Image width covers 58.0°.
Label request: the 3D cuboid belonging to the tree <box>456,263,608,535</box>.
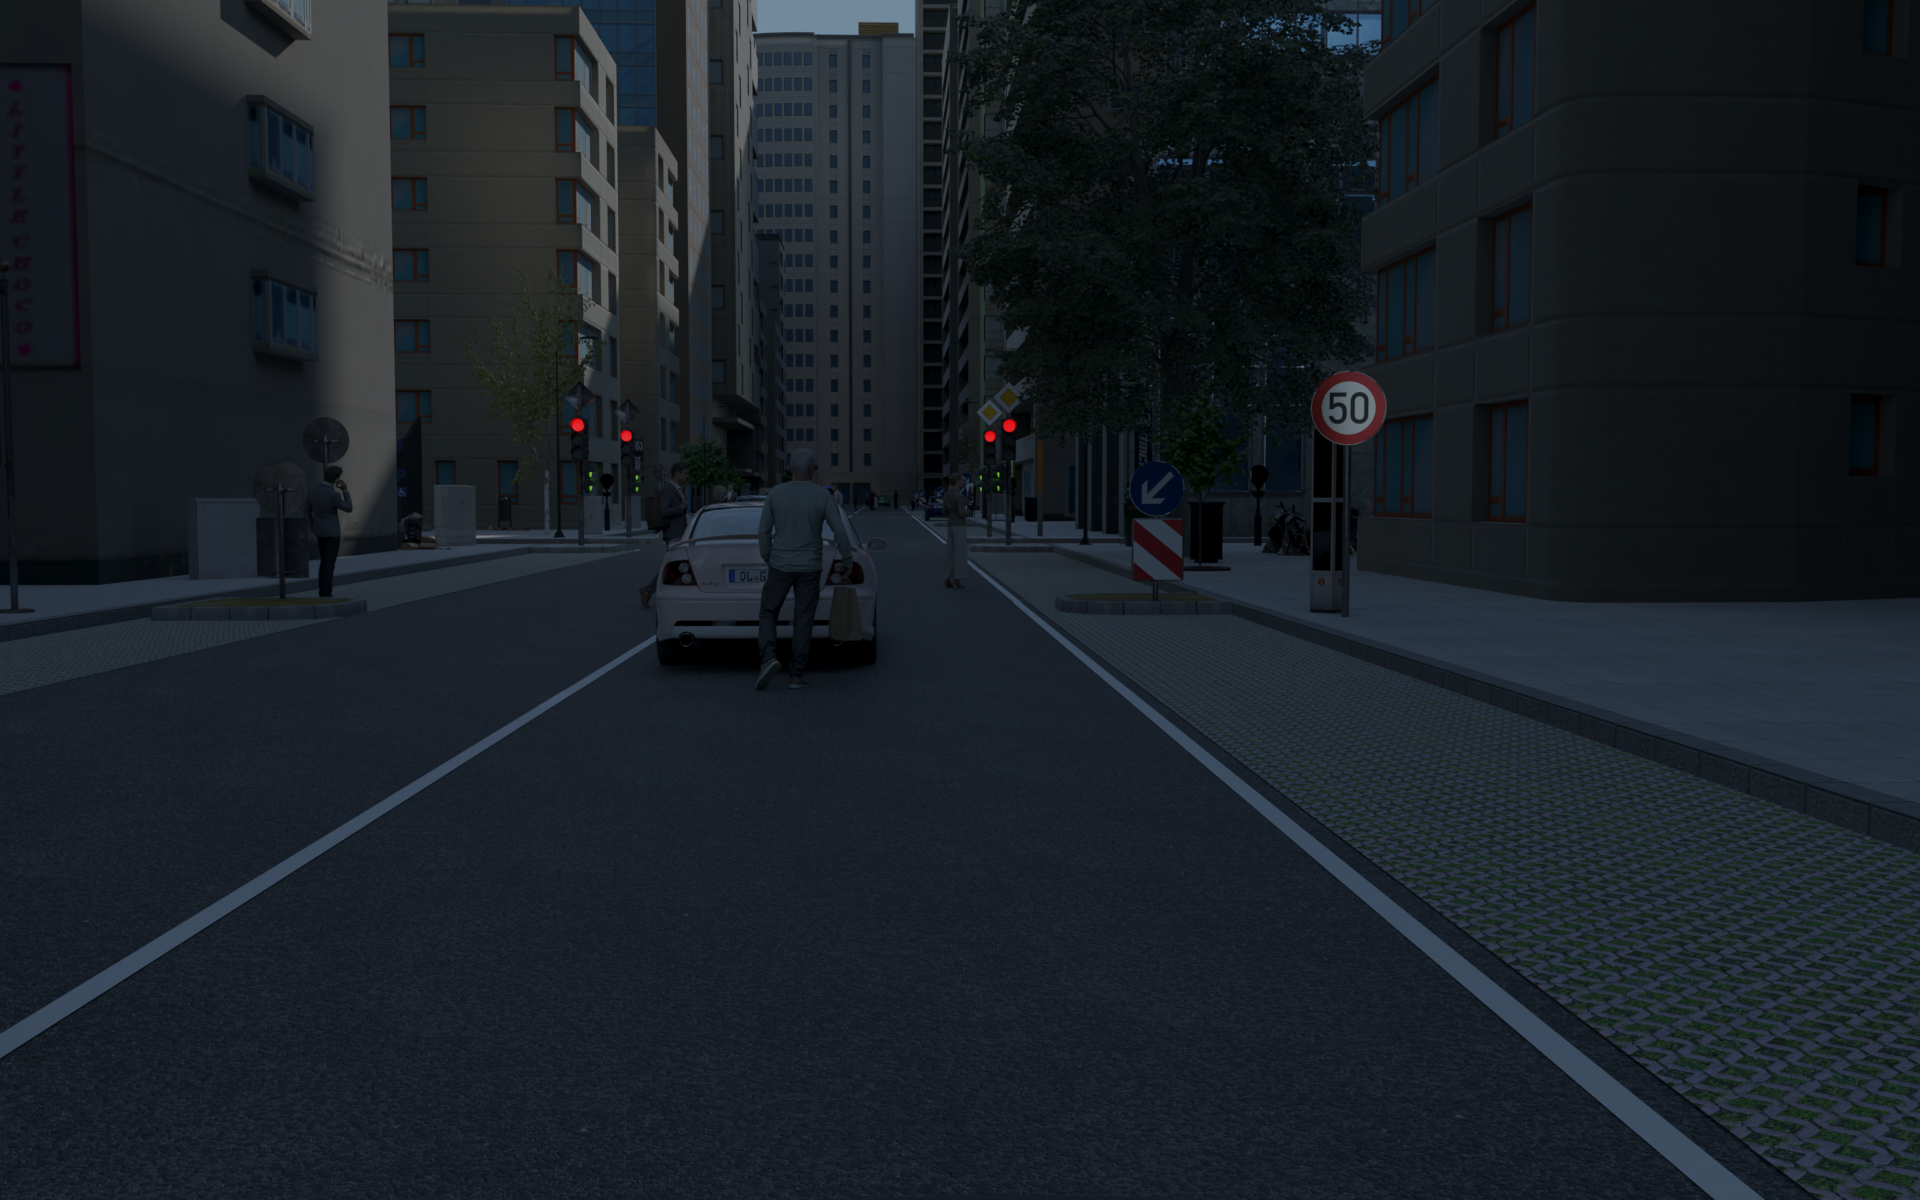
[{"bbox_3d":[-13.298,-6.372,54.543,4.737,8.622,4.395,0,3,0],"label":"tree"}]

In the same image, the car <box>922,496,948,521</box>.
[{"bbox_3d":[-1.034,-4.895,92.616,1.945,1.354,3.894,0,4,-2],"label":"car"}]

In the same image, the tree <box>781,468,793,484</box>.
[{"bbox_3d":[-17.596,-12.307,184.930,4.285,4.588,4.351,0,3,0],"label":"tree"}]

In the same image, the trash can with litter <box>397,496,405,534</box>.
[{"bbox_3d":[-18.283,-2.747,55.978,1.678,1.210,2.233,-1,4,-20],"label":"trash can with litter"}]

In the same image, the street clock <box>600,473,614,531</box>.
[{"bbox_3d":[-12.346,-3.425,60.563,0.471,2.002,0.358,-1,4,-18],"label":"street clock"}]

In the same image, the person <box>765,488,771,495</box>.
[{"bbox_3d":[-10.896,-5.691,101.772,1.509,1.804,0.699,2,4,31],"label":"person"}]

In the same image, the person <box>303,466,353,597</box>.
[{"bbox_3d":[-8.305,-0.862,22.781,0.592,1.802,0.473,3,4,38],"label":"person"}]

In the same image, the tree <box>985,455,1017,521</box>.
[{"bbox_3d":[1.631,-5.420,83.224,1.663,3.219,1.824,0,3,0],"label":"tree"}]

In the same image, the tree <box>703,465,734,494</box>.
[{"bbox_3d":[-14.649,-6.681,103.827,1.663,3.219,1.824,0,3,0],"label":"tree"}]

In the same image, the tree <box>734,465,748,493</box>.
[{"bbox_3d":[-14.915,-7.297,113.899,1.663,3.219,1.824,0,3,0],"label":"tree"}]

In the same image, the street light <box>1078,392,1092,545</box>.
[{"bbox_3d":[2.623,-4.339,43.489,1.470,5.913,1.316,0,4,-2],"label":"street light"}]

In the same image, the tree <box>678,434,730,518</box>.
[{"bbox_3d":[-13.980,-6.737,93.861,4.285,4.588,4.351,0,3,0],"label":"tree"}]

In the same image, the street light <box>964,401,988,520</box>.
[{"bbox_3d":[0.886,-6.978,86.630,1.470,5.913,1.316,0,4,-2],"label":"street light"}]

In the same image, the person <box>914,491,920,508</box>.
[{"bbox_3d":[-4.102,-9.442,163.818,0.756,1.711,0.436,3,4,38],"label":"person"}]

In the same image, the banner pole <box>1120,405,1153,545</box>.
[{"bbox_3d":[4.505,-3.308,44.098,0.863,3.779,0.401,0,4,-1],"label":"banner pole"}]

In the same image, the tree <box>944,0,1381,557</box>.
[{"bbox_3d":[4.359,-7.861,35.190,9.857,13.997,8.962,0,3,0],"label":"tree"}]

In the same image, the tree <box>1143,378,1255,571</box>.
[{"bbox_3d":[4.170,-2.108,29.062,1.663,3.219,1.824,0,3,0],"label":"tree"}]

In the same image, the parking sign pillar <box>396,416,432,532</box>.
[{"bbox_3d":[-18.940,-4.346,59.529,1.447,3.967,1.447,0,4,5],"label":"parking sign pillar"}]

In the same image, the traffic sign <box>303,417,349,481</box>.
[{"bbox_3d":[-10.503,-1.749,28.704,0.768,2.556,0.104,0,4,-1],"label":"traffic sign"}]

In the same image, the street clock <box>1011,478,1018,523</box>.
[{"bbox_3d":[2.351,-4.476,77.757,0.471,2.002,0.358,1,4,13],"label":"street clock"}]

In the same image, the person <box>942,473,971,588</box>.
[{"bbox_3d":[-0.021,-1.061,26.397,0.362,1.759,0.519,-2,4,-34],"label":"person"}]

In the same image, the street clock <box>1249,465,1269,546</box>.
[{"bbox_3d":[7.373,-2.339,42.821,0.471,2.002,0.358,0,4,5],"label":"street clock"}]

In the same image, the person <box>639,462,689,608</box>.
[{"bbox_3d":[-3.628,-0.821,21.884,0.822,1.834,0.622,0,4,-4],"label":"person"}]

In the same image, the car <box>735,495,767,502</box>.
[{"bbox_3d":[-6.360,-2.594,54.410,2.014,1.417,4.499,0,4,-3],"label":"car"}]

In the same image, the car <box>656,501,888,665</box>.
[{"bbox_3d":[-1.698,-0.220,15.961,2.083,1.381,4.827,0,4,-3],"label":"car"}]

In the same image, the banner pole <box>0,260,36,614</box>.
[{"bbox_3d":[-10.246,-1.738,18.427,0.401,3.779,0.863,0,4,0],"label":"banner pole"}]

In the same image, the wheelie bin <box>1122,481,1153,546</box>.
[{"bbox_3d":[4.408,-2.112,42.437,0.980,1.594,0.693,2,4,26],"label":"wheelie bin"}]

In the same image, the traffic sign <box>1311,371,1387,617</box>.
[{"bbox_3d":[4.019,-1.093,17.984,0.768,2.556,0.104,0,4,7],"label":"traffic sign"}]

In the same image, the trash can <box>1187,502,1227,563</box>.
[{"bbox_3d":[4.602,-1.265,32.333,0.748,1.137,0.748,0,3,0],"label":"trash can"}]

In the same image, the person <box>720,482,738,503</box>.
[{"bbox_3d":[-7.657,-3.001,57.536,0.622,1.834,0.822,-1,4,-12],"label":"person"}]

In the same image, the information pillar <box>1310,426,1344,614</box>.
[{"bbox_3d":[3.994,-0.869,18.707,0.304,2.012,0.304,-3,5,-45],"label":"information pillar"}]

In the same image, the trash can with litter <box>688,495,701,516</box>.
[{"bbox_3d":[-15.595,-5.469,100.483,2.233,1.210,1.678,0,4,-1],"label":"trash can with litter"}]

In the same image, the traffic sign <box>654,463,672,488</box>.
[{"bbox_3d":[-12.367,-4.404,72.109,0.768,2.556,0.104,0,4,-1],"label":"traffic sign"}]

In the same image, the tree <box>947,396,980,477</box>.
[{"bbox_3d":[0.765,-10.986,129.979,4.360,8.622,3.978,0,3,0],"label":"tree"}]

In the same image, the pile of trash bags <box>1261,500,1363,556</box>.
[{"bbox_3d":[7.538,-1.627,36.349,1.912,1.369,3.447,0,4,-1],"label":"pile of trash bags"}]

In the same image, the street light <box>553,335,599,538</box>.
[{"bbox_3d":[-11.248,-4.785,50.778,1.470,5.913,1.316,0,4,-2],"label":"street light"}]

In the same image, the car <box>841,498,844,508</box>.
[{"bbox_3d":[-11.242,-8.865,153.734,1.959,1.807,4.718,0,4,-4],"label":"car"}]

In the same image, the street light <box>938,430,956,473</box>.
[{"bbox_3d":[-0.885,-9.395,126.149,1.470,5.913,1.316,0,4,-2],"label":"street light"}]

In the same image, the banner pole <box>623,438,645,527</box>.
[{"bbox_3d":[-12.850,-4.784,68.238,0.863,3.779,0.401,-1,4,-10],"label":"banner pole"}]

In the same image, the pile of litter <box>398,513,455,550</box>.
[{"bbox_3d":[-12.565,-1.591,39.985,1.719,0.858,1.176,0,4,-5],"label":"pile of litter"}]

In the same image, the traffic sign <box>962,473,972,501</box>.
[{"bbox_3d":[0.339,-6.357,104.034,0.768,2.556,0.104,0,4,-2],"label":"traffic sign"}]

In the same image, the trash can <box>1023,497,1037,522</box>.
[{"bbox_3d":[3.283,-4.170,79.832,0.748,1.137,0.748,0,3,0],"label":"trash can"}]

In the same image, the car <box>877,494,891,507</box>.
[{"bbox_3d":[-8.857,-11.501,196.841,1.959,1.807,4.718,0,4,-2],"label":"car"}]

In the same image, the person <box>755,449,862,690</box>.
[{"bbox_3d":[-1.114,-0.231,12.766,0.782,1.767,0.515,0,4,-2],"label":"person"}]

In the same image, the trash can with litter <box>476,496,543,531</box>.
[{"bbox_3d":[-15.715,-3.038,60.734,2.233,1.210,1.678,2,4,24],"label":"trash can with litter"}]

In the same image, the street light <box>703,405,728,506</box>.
[{"bbox_3d":[-12.817,-7.216,90.515,1.470,5.913,1.316,0,4,-2],"label":"street light"}]

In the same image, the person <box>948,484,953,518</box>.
[{"bbox_3d":[-0.220,-3.574,67.155,0.699,1.804,1.509,1,4,16],"label":"person"}]

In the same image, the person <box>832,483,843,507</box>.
[{"bbox_3d":[-3.930,-2.864,55.606,0.850,1.792,0.678,-2,4,-31],"label":"person"}]
